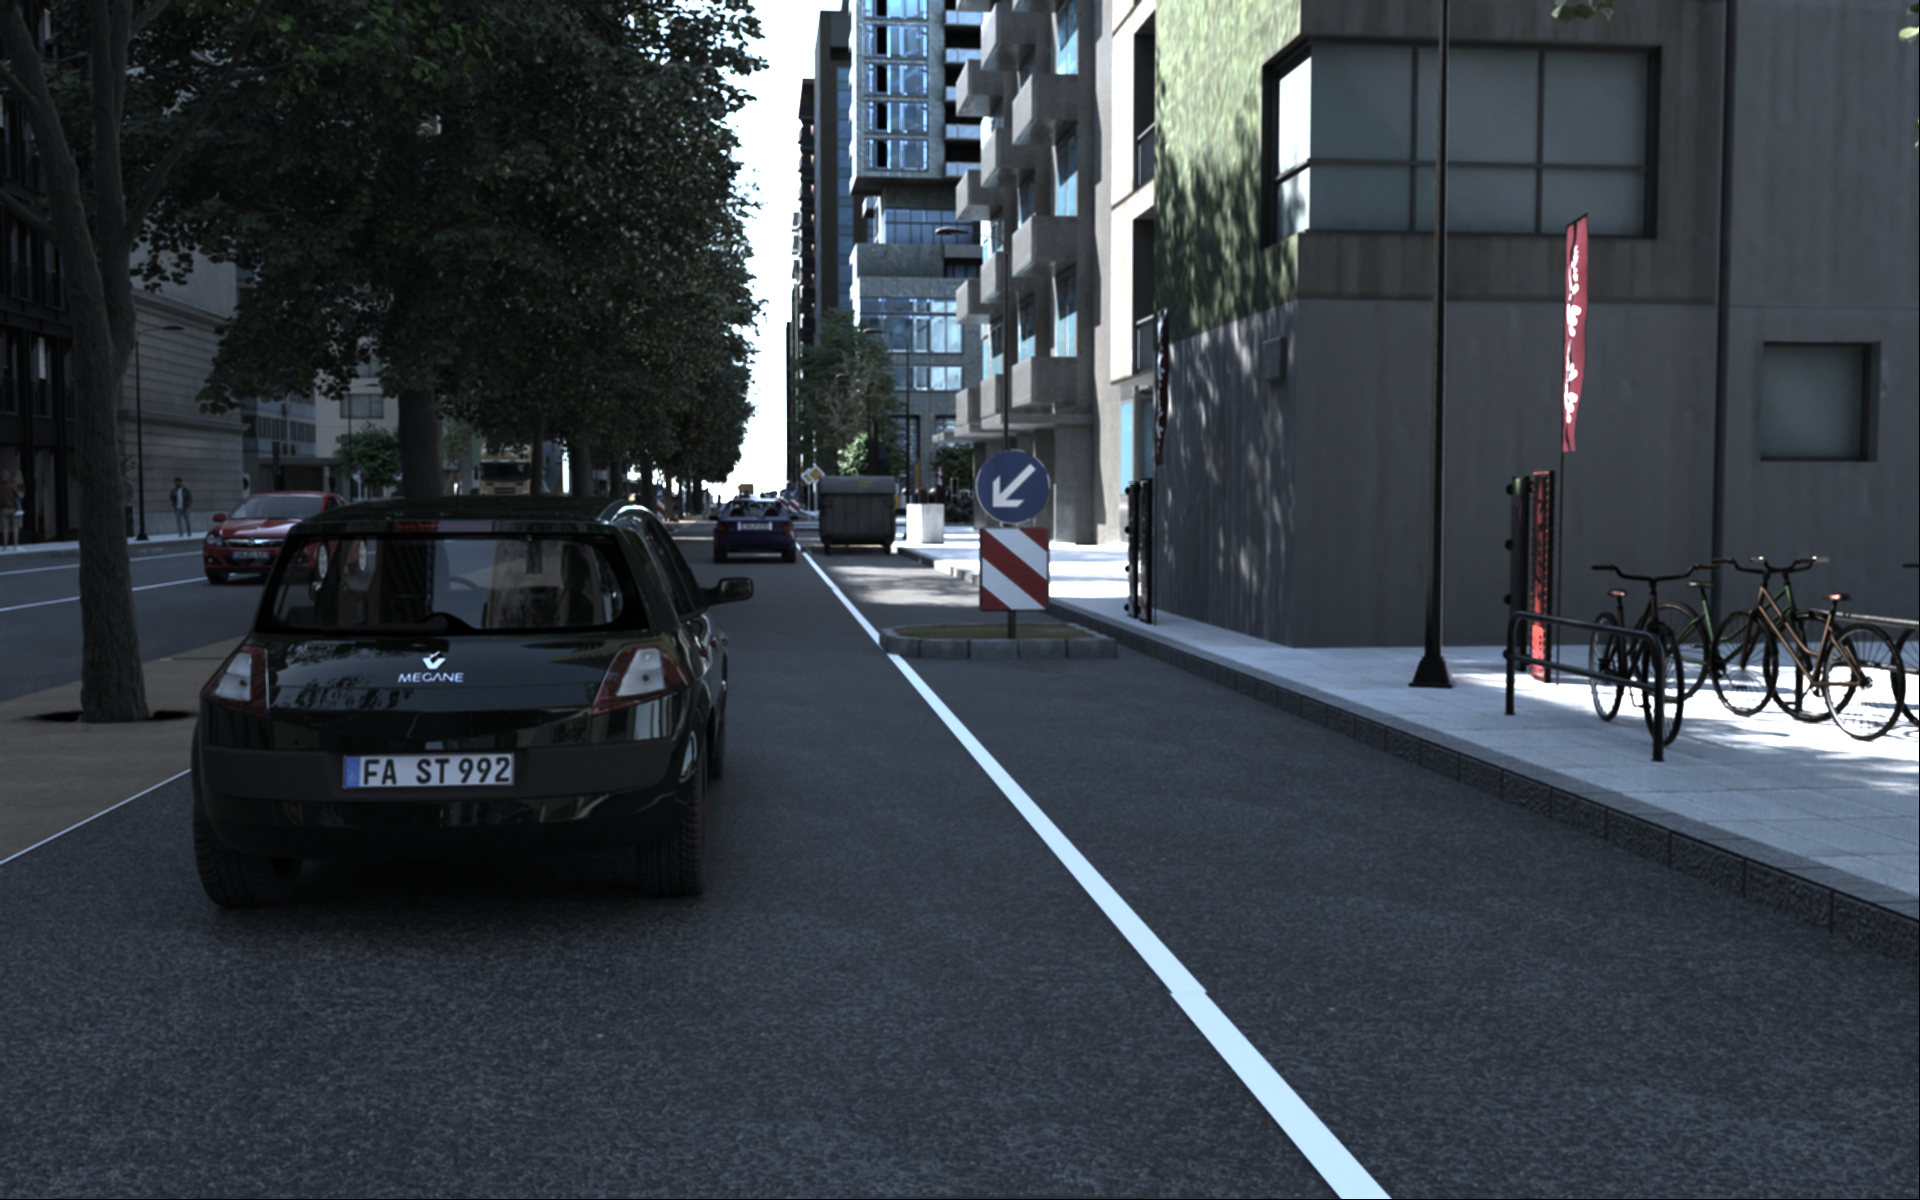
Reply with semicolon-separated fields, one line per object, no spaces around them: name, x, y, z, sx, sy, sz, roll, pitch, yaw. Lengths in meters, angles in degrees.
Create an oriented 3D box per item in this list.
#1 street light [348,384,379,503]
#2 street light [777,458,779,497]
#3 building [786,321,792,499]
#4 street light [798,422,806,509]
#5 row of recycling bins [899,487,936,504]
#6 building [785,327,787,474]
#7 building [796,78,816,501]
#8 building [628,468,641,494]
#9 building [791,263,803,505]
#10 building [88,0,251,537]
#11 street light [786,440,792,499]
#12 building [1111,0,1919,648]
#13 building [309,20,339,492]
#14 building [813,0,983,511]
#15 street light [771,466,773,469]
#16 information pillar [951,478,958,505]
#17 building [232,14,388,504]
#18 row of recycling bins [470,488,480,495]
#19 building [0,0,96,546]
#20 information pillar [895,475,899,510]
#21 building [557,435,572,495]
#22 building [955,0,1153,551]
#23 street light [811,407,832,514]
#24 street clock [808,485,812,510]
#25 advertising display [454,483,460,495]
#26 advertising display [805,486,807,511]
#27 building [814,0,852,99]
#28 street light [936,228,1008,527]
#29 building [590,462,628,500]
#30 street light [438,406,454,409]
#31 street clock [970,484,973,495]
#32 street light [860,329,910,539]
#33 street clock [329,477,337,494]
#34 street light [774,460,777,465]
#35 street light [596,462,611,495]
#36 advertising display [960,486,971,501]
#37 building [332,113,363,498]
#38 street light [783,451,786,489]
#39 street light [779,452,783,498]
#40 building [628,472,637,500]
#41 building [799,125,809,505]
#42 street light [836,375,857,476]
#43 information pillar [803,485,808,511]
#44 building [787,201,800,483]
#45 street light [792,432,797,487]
street light;-25.110;-6.139;72.916;1.470;5.913;1.316;0;4;-7
street light;-20.916;-14.373;207.531;1.470;5.913;1.316;0;4;-7
building;-16.786;-28.885;243.968;14.160;30.474;14.107;0;4;-7
street light;-9.514;-8.498;111.490;1.470;5.913;1.316;0;4;-7
row of recycling bins;-2.878;-6.182;108.195;3.534;1.692;1.069;-1;4;-13
building;-21.992;-31.592;288.221;14.160;30.474;14.107;0;4;-7
building;-5.900;-32.285;182.477;22.147;44.769;28.867;0;4;-7
building;-64.022;-52.159;291.057;20.563;71.187;20.611;0;4;-7
building;-13.611;-27.296;217.990;14.160;30.474;14.107;0;4;-7
building;-42.255;-14.450;55.335;34.723;24.649;14.460;0;4;-7
street light;-14.312;-10.970;151.905;1.470;5.913;1.316;0;4;-7
building;8.923;-20.622;20.765;14.154;41.232;14.086;0;4;-7
building;-39.545;-26.247;112.729;14.154;41.232;14.086;0;4;-7
building;0.649;-49.875;128.127;22.319;86.520;31.000;0;4;-7
street light;-26.382;-17.132;252.651;1.470;5.913;1.316;0;4;-7
information pillar;-0.254;-4.536;78.653;0.304;2.012;0.304;0;4;-8
building;-46.053;-24.032;84.800;32.217;40.220;23.993;0;4;-7
row of recycling bins;-31.066;-6.479;113.037;1.069;1.692;3.534;0;4;1
building;-29.361;-12.844;39.676;12.332;23.373;15.834;0;4;-7
information pillar;-3.605;-6.333;94.905;0.504;3.616;0.183;0;4;-3
building;-50.208;-52.677;173.948;22.319;86.520;31.000;0;4;-7
building;11.830;-26.403;51.304;23.786;49.044;30.456;0;4;-7
street light;-7.111;-7.327;92.338;1.470;5.913;1.316;0;4;-7
street clock;-11.771;-8.048;136.158;0.471;2.002;0.358;2;4;33
advertising display;-28.410;-5.667;97.864;0.123;1.923;0.974;-2;4;-26
advertising display;-11.769;-7.788;132.548;0.123;1.923;0.974;0;4;-3
building;-6.184;-31.164;159.636;14.600;45.320;14.200;0;4;-7
street light;0.271;-3.540;30.421;1.470;5.913;1.316;0;4;-7
building;-57.910;-37.710;240.264;21.300;48.544;21.600;0;4;-7
street light;-27.297;-7.273;91.455;1.470;5.913;1.316;0;4;-7
street clock;0.644;-6.523;111.229;0.358;2.002;0.471;-3;4;-37
street light;-2.017;-4.673;48.947;1.470;5.913;1.316;0;4;-7
street clock;-26.555;-4.204;73.303;0.358;2.002;0.471;-1;4;-17
street light;-23.217;-15.506;226.056;1.470;5.913;1.316;0;4;-7
street light;-38.772;-13.141;187.398;1.470;5.913;1.316;0;4;-7
advertising display;0.185;-6.449;110.659;0.974;1.923;0.123;1;4;8
building;-39.501;-27.605;134.937;14.154;41.232;14.086;0;4;-7
street light;-16.386;-12.105;170.457;1.470;5.913;1.316;0;4;-7
street light;-18.702;-13.238;188.980;1.470;5.913;1.316;0;4;-7
building;-62.439;-39.550;266.254;23.786;49.044;30.456;0;4;-7
building;-11.657;-33.842;203.419;14.600;45.320;14.200;0;4;-7
street light;-4.098;-5.808;67.499;1.470;5.913;1.316;0;4;-7
information pillar;-12.007;-7.961;134.652;0.304;2.012;0.304;1;4;12
building;-14.675;-39.543;266.130;23.786;49.044;30.456;0;4;-7
street light;-11.621;-9.633;130.038;1.470;5.913;1.316;0;4;-7
